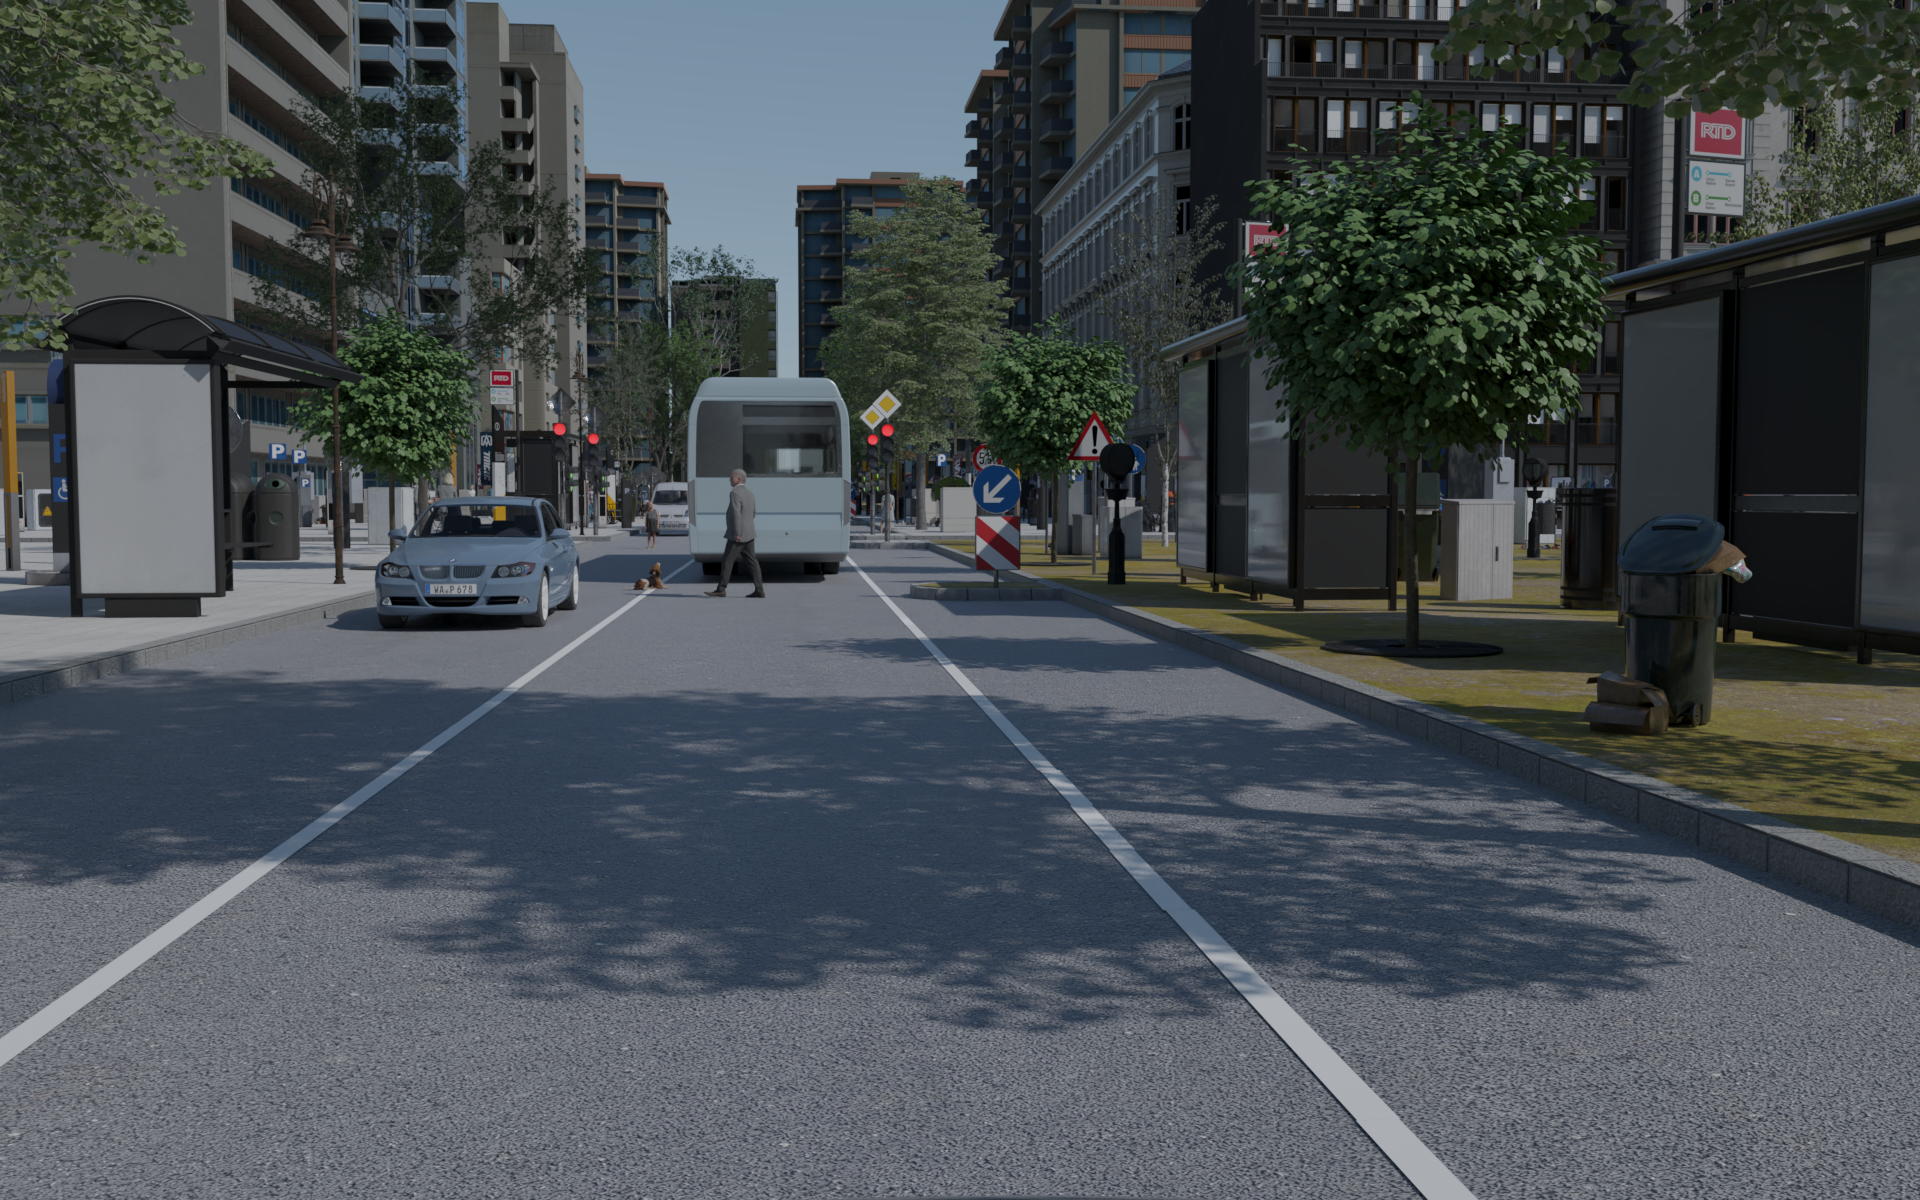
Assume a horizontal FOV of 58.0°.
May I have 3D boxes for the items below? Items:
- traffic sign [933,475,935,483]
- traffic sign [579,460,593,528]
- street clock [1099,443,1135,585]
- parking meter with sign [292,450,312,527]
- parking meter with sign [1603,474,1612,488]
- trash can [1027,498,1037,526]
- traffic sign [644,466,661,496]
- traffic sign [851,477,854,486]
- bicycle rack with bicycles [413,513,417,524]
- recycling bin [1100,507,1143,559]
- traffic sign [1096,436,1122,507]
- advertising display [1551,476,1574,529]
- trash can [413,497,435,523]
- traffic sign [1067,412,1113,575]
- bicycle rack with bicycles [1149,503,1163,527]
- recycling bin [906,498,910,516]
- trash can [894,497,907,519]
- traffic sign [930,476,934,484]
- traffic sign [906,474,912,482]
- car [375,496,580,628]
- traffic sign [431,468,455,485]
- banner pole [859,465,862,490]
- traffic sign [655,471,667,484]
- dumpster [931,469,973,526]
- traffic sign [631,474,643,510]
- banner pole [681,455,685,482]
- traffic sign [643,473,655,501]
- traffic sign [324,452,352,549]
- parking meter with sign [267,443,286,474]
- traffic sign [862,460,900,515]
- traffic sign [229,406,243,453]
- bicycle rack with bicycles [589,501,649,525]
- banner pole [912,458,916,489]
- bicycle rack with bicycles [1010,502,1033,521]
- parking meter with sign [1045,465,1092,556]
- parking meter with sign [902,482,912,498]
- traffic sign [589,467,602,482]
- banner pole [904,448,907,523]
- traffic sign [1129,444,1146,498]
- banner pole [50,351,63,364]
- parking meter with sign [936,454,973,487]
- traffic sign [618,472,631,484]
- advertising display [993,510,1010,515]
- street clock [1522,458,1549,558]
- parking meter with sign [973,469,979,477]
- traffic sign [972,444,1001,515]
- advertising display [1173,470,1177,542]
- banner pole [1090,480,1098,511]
[{"bbox_3d":[-1.314,-6.572,107.557,0.768,2.556,0.104,0,4,-1],"label":"traffic sign"},{"bbox_3d":[-14.002,-3.964,64.914,0.768,2.556,0.104,0,4,3],"label":"traffic sign"},{"bbox_3d":[2.225,-1.223,24.562,0.471,2.002,0.358,-2,4,-29],"label":"street clock"},{"bbox_3d":[-25.495,-4.342,67.249,0.543,3.016,1.738,-2,4,-30],"label":"parking meter with sign"},{"bbox_3d":[25.232,-4.326,66.997,1.738,3.016,0.543,-2,4,-26],"label":"parking meter with sign"},{"bbox_3d":[3.038,-3.566,69.964,0.748,1.137,0.748,0,3,0],"label":"trash can"},{"bbox_3d":[-13.959,-4.803,78.633,0.768,2.556,0.104,0,4,-3],"label":"traffic sign"},{"bbox_3d":[-8.145,-7.794,127.535,0.768,2.556,0.104,0,4,1],"label":"traffic sign"},{"bbox_3d":[-20.624,-3.175,65.297,2.852,0.926,2.925,1,4,17],"label":"bicycle rack with bicycles"},{"bbox_3d":[3.225,-1.353,34.669,0.722,1.027,0.722,0,4,-8],"label":"recycling bin"},{"bbox_3d":[3.004,-2.171,35.607,0.768,2.556,0.104,0,4,-1],"label":"traffic sign"},{"bbox_3d":[21.965,-3.548,63.217,0.123,1.923,0.974,-2,4,-29],"label":"advertising display"},{"bbox_3d":[-21.354,-3.493,68.765,0.748,1.137,0.748,0,3,0],"label":"trash can"},{"bbox_3d":[2.125,-1.676,27.404,0.884,2.594,0.081,0,4,-4],"label":"traffic sign"},{"bbox_3d":[8.157,-3.279,66.986,2.852,0.926,2.925,-2,4,-23],"label":"bicycle rack with bicycles"},{"bbox_3d":[-2.753,-5.333,99.752,0.722,1.027,0.722,3,4,36],"label":"recycling bin"},{"bbox_3d":[-3.099,-4.791,89.988,0.748,1.137,0.748,0,3,0],"label":"trash can"},{"bbox_3d":[-1.511,-6.774,110.494,0.795,2.593,0.064,0,4,-5],"label":"traffic sign"},{"bbox_3d":[-3.149,-6.705,109.738,0.768,2.556,0.104,0,4,3],"label":"traffic sign"},{"bbox_3d":[-5.481,-0.495,20.090,2.014,1.417,4.499,0,4,-6],"label":"car"},{"bbox_3d":[-16.746,-3.417,55.879,0.884,2.594,0.081,0,4,0],"label":"traffic sign"},{"bbox_3d":[-7.127,-8.532,129.507,0.863,3.779,0.401,-1,4,-18],"label":"banner pole"},{"bbox_3d":[-16.766,-5.912,96.762,0.768,2.556,0.104,0,4,1],"label":"traffic sign"},{"bbox_3d":[-0.325,-3.986,67.672,1.502,2.255,1.985,0,4,-6],"label":"dumpster"},{"bbox_3d":[-20.612,-6.744,110.374,0.768,2.556,0.104,0,4,3],"label":"traffic sign"},{"bbox_3d":[-17.780,-7.409,111.148,0.401,3.779,0.863,-2,4,-27],"label":"banner pole"},{"bbox_3d":[-14.927,-4.956,83.161,0.606,2.300,0.079,0,4,-5],"label":"traffic sign"},{"bbox_3d":[-14.411,-2.459,40.307,0.768,2.556,0.104,0,4,-2],"label":"traffic sign"},{"bbox_3d":[-23.873,-3.923,60.405,0.543,3.016,1.738,-2,4,-28],"label":"parking meter with sign"},{"bbox_3d":[-4.755,-6.746,104.176,2.265,3.308,0.079,0,4,1],"label":"traffic sign"},{"bbox_3d":[-10.259,-1.453,23.863,0.768,2.556,0.104,0,4,2],"label":"traffic sign"},{"bbox_3d":[-15.198,-3.639,72.887,2.925,0.926,2.852,-3,5,-39],"label":"bicycle rack with bicycles"},{"bbox_3d":[-2.734,-6.947,103.600,0.401,3.779,0.863,1,4,19],"label":"banner pole"},{"bbox_3d":[2.332,-4.146,81.172,2.852,0.926,2.925,0,4,-4],"label":"bicycle rack with bicycles"},{"bbox_3d":[2.274,-2.476,36.740,0.543,3.016,1.738,-2,4,-29],"label":"parking meter with sign"},{"bbox_3d":[-3.229,-6.862,108.451,1.738,3.016,0.543,2,4,28],"label":"parking meter with sign"},{"bbox_3d":[-16.297,-4.724,77.336,0.768,2.556,0.104,0,4,-5],"label":"traffic sign"},{"bbox_3d":[-2.491,-5.406,78.410,0.401,3.779,0.863,0,4,1],"label":"banner pole"},{"bbox_3d":[4.372,-2.710,44.410,0.768,2.556,0.104,0,4,-4],"label":"traffic sign"},{"bbox_3d":[-13.510,-2.208,26.118,0.863,3.779,0.401,3,5,40],"label":"banner pole"},{"bbox_3d":[-0.302,-4.764,74.146,0.543,3.016,1.738,-3,4,-39],"label":"parking meter with sign"},{"bbox_3d":[-15.741,-4.849,81.403,0.606,2.300,0.079,0,4,1],"label":"traffic sign"},{"bbox_3d":[1.032,-2.313,43.034,0.123,1.923,0.974,-1,4,-16],"label":"advertising display"},{"bbox_3d":[11.566,-1.853,34.867,0.358,2.002,0.471,-2,4,-35],"label":"street clock"},{"bbox_3d":[0.639,-7.575,120.113,0.543,3.016,1.738,2,4,33],"label":"parking meter with sign"},{"bbox_3d":[0.688,-2.667,43.712,0.768,2.556,0.104,0,4,0],"label":"traffic sign"},{"bbox_3d":[5.946,-2.488,45.885,0.123,1.923,0.974,-1,4,-23],"label":"advertising display"},{"bbox_3d":[7.664,-6.707,99.668,0.401,3.779,0.863,3,5,45],"label":"banner pole"}]
